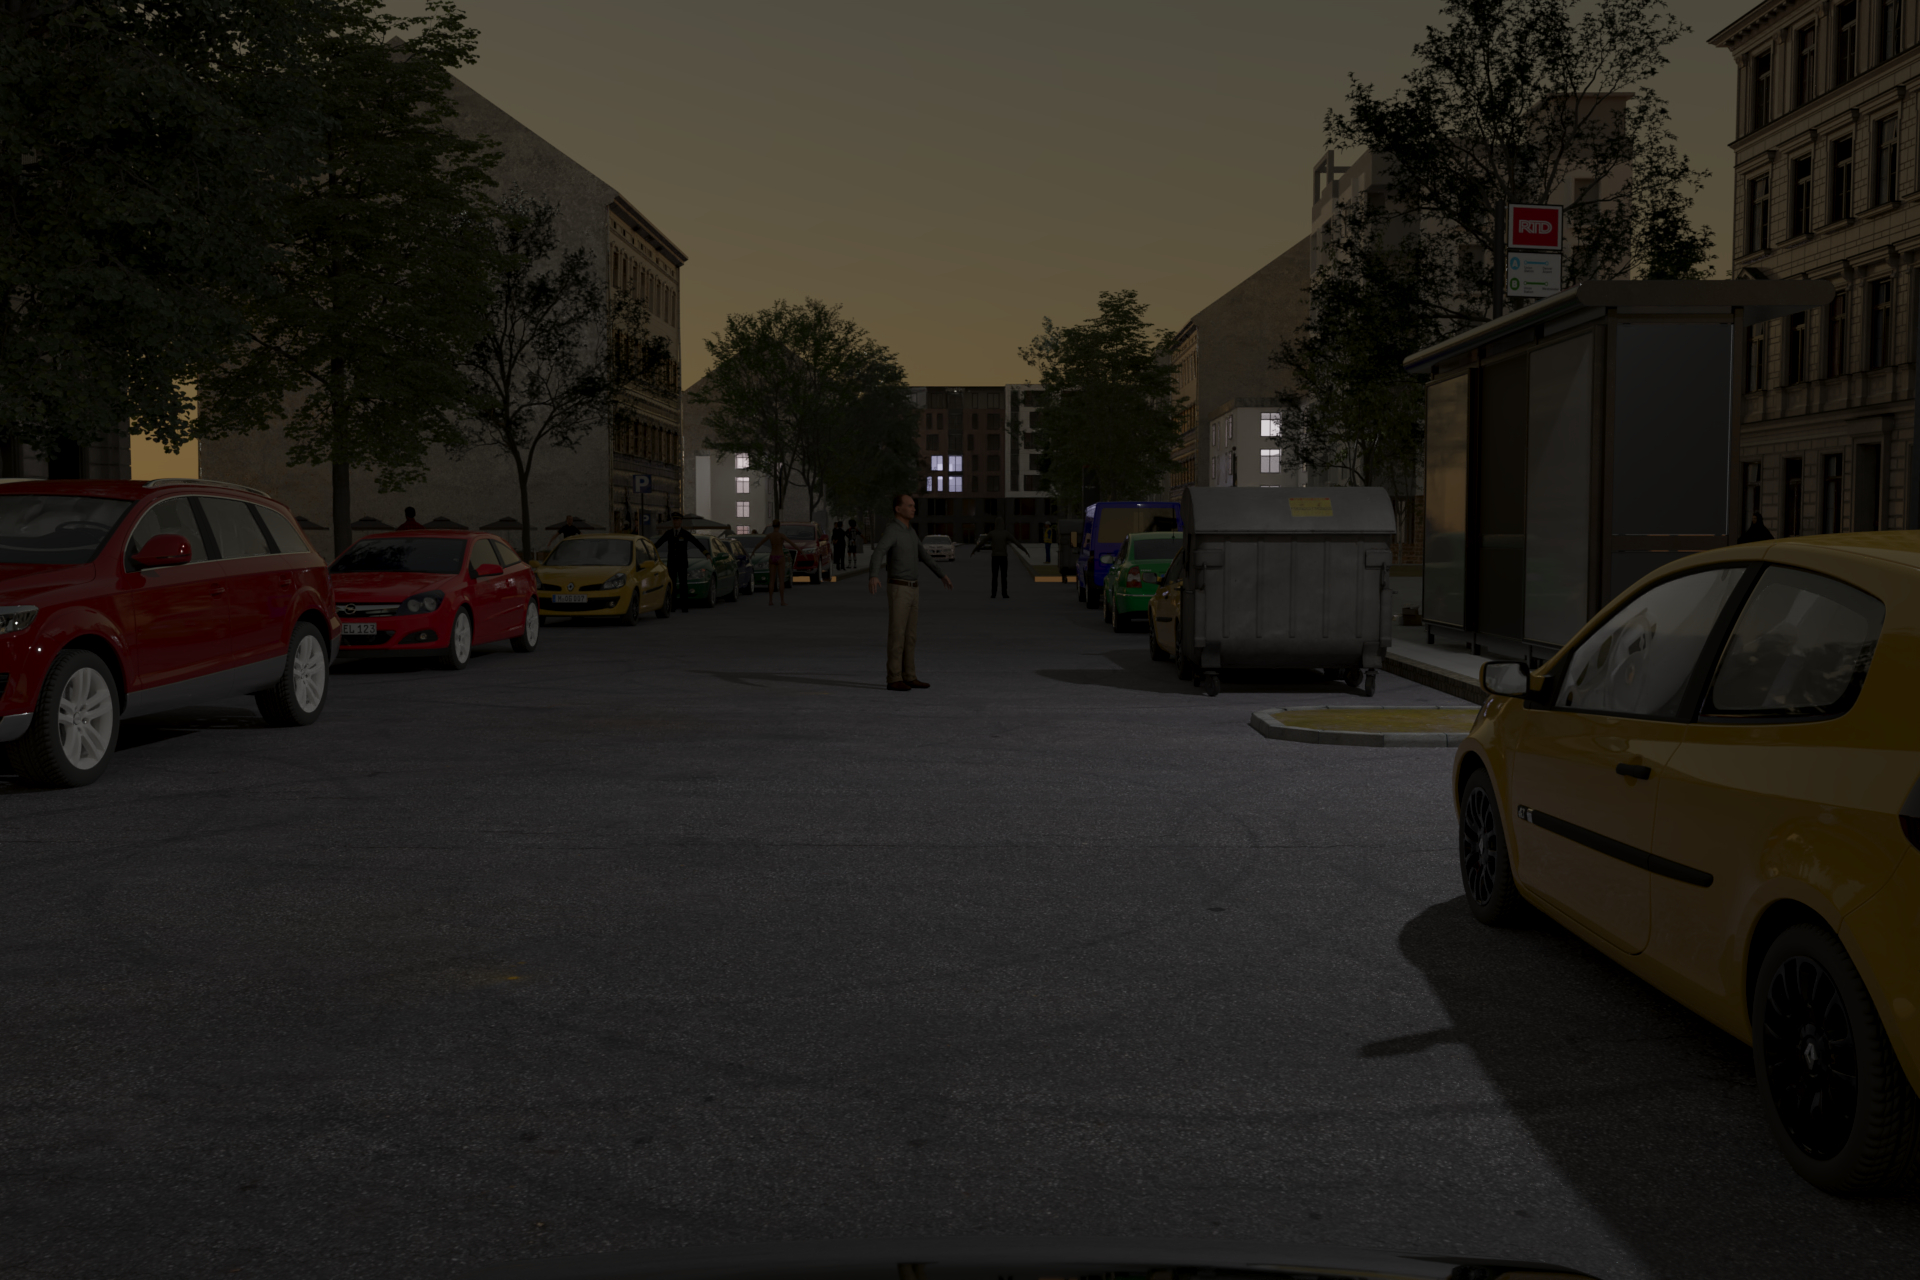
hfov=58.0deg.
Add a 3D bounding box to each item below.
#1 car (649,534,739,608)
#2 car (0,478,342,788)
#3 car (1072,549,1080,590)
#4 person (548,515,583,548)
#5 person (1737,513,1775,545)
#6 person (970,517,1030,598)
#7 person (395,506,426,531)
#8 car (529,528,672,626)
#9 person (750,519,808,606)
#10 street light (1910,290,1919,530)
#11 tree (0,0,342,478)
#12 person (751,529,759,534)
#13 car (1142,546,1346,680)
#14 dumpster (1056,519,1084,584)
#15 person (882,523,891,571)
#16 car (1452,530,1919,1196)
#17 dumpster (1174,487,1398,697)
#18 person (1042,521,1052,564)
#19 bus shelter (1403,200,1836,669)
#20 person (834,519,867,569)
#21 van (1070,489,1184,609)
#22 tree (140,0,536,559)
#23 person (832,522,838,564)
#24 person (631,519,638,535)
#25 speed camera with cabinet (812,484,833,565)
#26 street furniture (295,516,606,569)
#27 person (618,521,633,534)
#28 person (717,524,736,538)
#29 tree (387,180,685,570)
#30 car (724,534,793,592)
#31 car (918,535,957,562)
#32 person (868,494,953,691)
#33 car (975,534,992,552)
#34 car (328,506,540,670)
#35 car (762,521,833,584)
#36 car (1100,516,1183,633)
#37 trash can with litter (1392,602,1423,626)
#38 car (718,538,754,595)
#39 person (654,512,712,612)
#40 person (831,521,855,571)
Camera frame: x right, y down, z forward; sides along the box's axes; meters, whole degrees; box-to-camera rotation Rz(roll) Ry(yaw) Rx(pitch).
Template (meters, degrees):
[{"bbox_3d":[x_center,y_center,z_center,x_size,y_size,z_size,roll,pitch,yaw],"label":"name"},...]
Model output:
[{"bbox_3d":[-5.636,-1.424,35.086,2.131,1.459,4.920,0,4,2],"label":"car"},{"bbox_3d":[-5.906,-0.172,11.481,2.281,1.827,5.304,0,4,2],"label":"car"},{"bbox_3d":[3.844,-2.058,43.442,2.009,1.686,4.222,0,4,1],"label":"car"},{"bbox_3d":[-10.741,-2.539,47.731,1.348,1.803,0.705,-2,4,-33],"label":"person"},{"bbox_3d":[17.236,-1.887,37.640,0.721,1.737,1.214,-2,4,-23],"label":"person"},{"bbox_3d":[0.887,-1.842,38.694,1.348,1.813,0.705,1,4,8],"label":"person"},{"bbox_3d":[-10.664,-1.680,33.579,0.704,1.816,1.345,3,5,42],"label":"person"},{"bbox_3d":[-5.838,-1.095,28.122,2.015,1.641,3.980,0,4,2],"label":"car"},{"bbox_3d":[-3.655,-1.563,34.807,1.217,1.733,0.721,1,4,14],"label":"person"},{"bbox_3d":[6.528,-2.334,10.703,1.470,5.913,1.316,0,4,1],"label":"street light"},{"bbox_3d":[-11.879,-6.984,20.849,9.857,13.997,8.962,0,3,0],"label":"tree"},{"bbox_3d":[-6.672,-2.839,55.681,0.599,1.433,0.991,2,4,25],"label":"person"},{"bbox_3d":[2.995,-0.502,18.437,2.015,1.641,3.980,0,4,0],"label":"car"},{"bbox_3d":[3.743,-2.585,50.475,1.865,1.857,1.264,0,4,0],"label":"dumpster"},{"bbox_3d":[-2.715,-3.593,66.986,0.705,1.856,1.354,-1,4,-12],"label":"person"},{"bbox_3d":[2.718,0.310,5.163,2.015,1.641,3.980,0,4,1],"label":"car"},{"bbox_3d":[2.926,-0.459,15.724,1.865,1.857,1.264,0,4,1],"label":"dumpster"},{"bbox_3d":[3.778,-4.229,75.106,0.705,1.833,1.349,0,4,-5],"label":"person"},{"bbox_3d":[6.225,-2.507,18.625,2.179,5.291,8.768,0,4,1],"label":"bus shelter"},{"bbox_3d":[-4.036,-3.569,64.493,1.345,1.843,0.704,-2,4,-32],"label":"person"},{"bbox_3d":[3.394,-1.865,34.881,2.240,2.365,5.245,0,4,1],"label":"van"},{"bbox_3d":[-12.156,-7.055,33.481,7.486,12.596,7.792,0,3,0],"label":"tree"},{"bbox_3d":[-5.284,-4.160,74.239,0.704,1.802,1.346,1,4,14],"label":"person"},{"bbox_3d":[-11.113,-3.277,59.762,1.347,1.806,0.705,3,4,36],"label":"person"},{"bbox_3d":[-5.460,-4.544,68.637,0.660,3.252,2.038,0,4,3],"label":"speed camera with cabinet"},{"bbox_3d":[-26.798,-3.424,61.015,27.439,1.986,14.083,0,4,-5],"label":"street furniture"},{"bbox_3d":[-14.119,-4.131,73.315,1.354,1.858,0.705,0,4,-6],"label":"person"},{"bbox_3d":[-12.214,-5.210,91.375,1.347,1.806,0.705,-1,4,-16],"label":"person"},{"bbox_3d":[-11.229,-6.774,45.163,8.767,10.594,7.601,0,4,1],"label":"tree"},{"bbox_3d":[-5.372,-1.997,44.444,2.131,1.459,4.920,0,4,1],"label":"car"},{"bbox_3d":[-1.213,-4.843,91.547,2.083,1.381,4.827,0,4,1],"label":"car"},{"bbox_3d":[-0.500,-0.442,15.948,0.705,1.796,1.348,2,4,31],"label":"person"},{"bbox_3d":[2.184,-7.850,138.134,2.009,1.686,4.222,0,3,0],"label":"car"},{"bbox_3d":[-6.088,-0.643,19.551,2.155,1.783,4.494,0,4,1],"label":"car"},{"bbox_3d":[-4.929,-2.586,50.949,2.281,1.827,5.304,0,4,1],"label":"car"},{"bbox_3d":[3.151,-1.079,26.440,1.959,1.807,4.718,0,4,2],"label":"car"},{"bbox_3d":[6.605,-0.783,24.195,1.055,1.170,0.624,0,4,2],"label":"trash can with litter"},{"bbox_3d":[-5.778,-1.652,39.596,1.945,1.354,3.894,0,4,2],"label":"car"},{"bbox_3d":[-5.171,-1.424,31.668,1.347,1.837,0.705,0,4,5],"label":"person"},{"bbox_3d":[-4.136,-3.315,60.920,1.216,1.740,0.721,3,5,42],"label":"person"}]
